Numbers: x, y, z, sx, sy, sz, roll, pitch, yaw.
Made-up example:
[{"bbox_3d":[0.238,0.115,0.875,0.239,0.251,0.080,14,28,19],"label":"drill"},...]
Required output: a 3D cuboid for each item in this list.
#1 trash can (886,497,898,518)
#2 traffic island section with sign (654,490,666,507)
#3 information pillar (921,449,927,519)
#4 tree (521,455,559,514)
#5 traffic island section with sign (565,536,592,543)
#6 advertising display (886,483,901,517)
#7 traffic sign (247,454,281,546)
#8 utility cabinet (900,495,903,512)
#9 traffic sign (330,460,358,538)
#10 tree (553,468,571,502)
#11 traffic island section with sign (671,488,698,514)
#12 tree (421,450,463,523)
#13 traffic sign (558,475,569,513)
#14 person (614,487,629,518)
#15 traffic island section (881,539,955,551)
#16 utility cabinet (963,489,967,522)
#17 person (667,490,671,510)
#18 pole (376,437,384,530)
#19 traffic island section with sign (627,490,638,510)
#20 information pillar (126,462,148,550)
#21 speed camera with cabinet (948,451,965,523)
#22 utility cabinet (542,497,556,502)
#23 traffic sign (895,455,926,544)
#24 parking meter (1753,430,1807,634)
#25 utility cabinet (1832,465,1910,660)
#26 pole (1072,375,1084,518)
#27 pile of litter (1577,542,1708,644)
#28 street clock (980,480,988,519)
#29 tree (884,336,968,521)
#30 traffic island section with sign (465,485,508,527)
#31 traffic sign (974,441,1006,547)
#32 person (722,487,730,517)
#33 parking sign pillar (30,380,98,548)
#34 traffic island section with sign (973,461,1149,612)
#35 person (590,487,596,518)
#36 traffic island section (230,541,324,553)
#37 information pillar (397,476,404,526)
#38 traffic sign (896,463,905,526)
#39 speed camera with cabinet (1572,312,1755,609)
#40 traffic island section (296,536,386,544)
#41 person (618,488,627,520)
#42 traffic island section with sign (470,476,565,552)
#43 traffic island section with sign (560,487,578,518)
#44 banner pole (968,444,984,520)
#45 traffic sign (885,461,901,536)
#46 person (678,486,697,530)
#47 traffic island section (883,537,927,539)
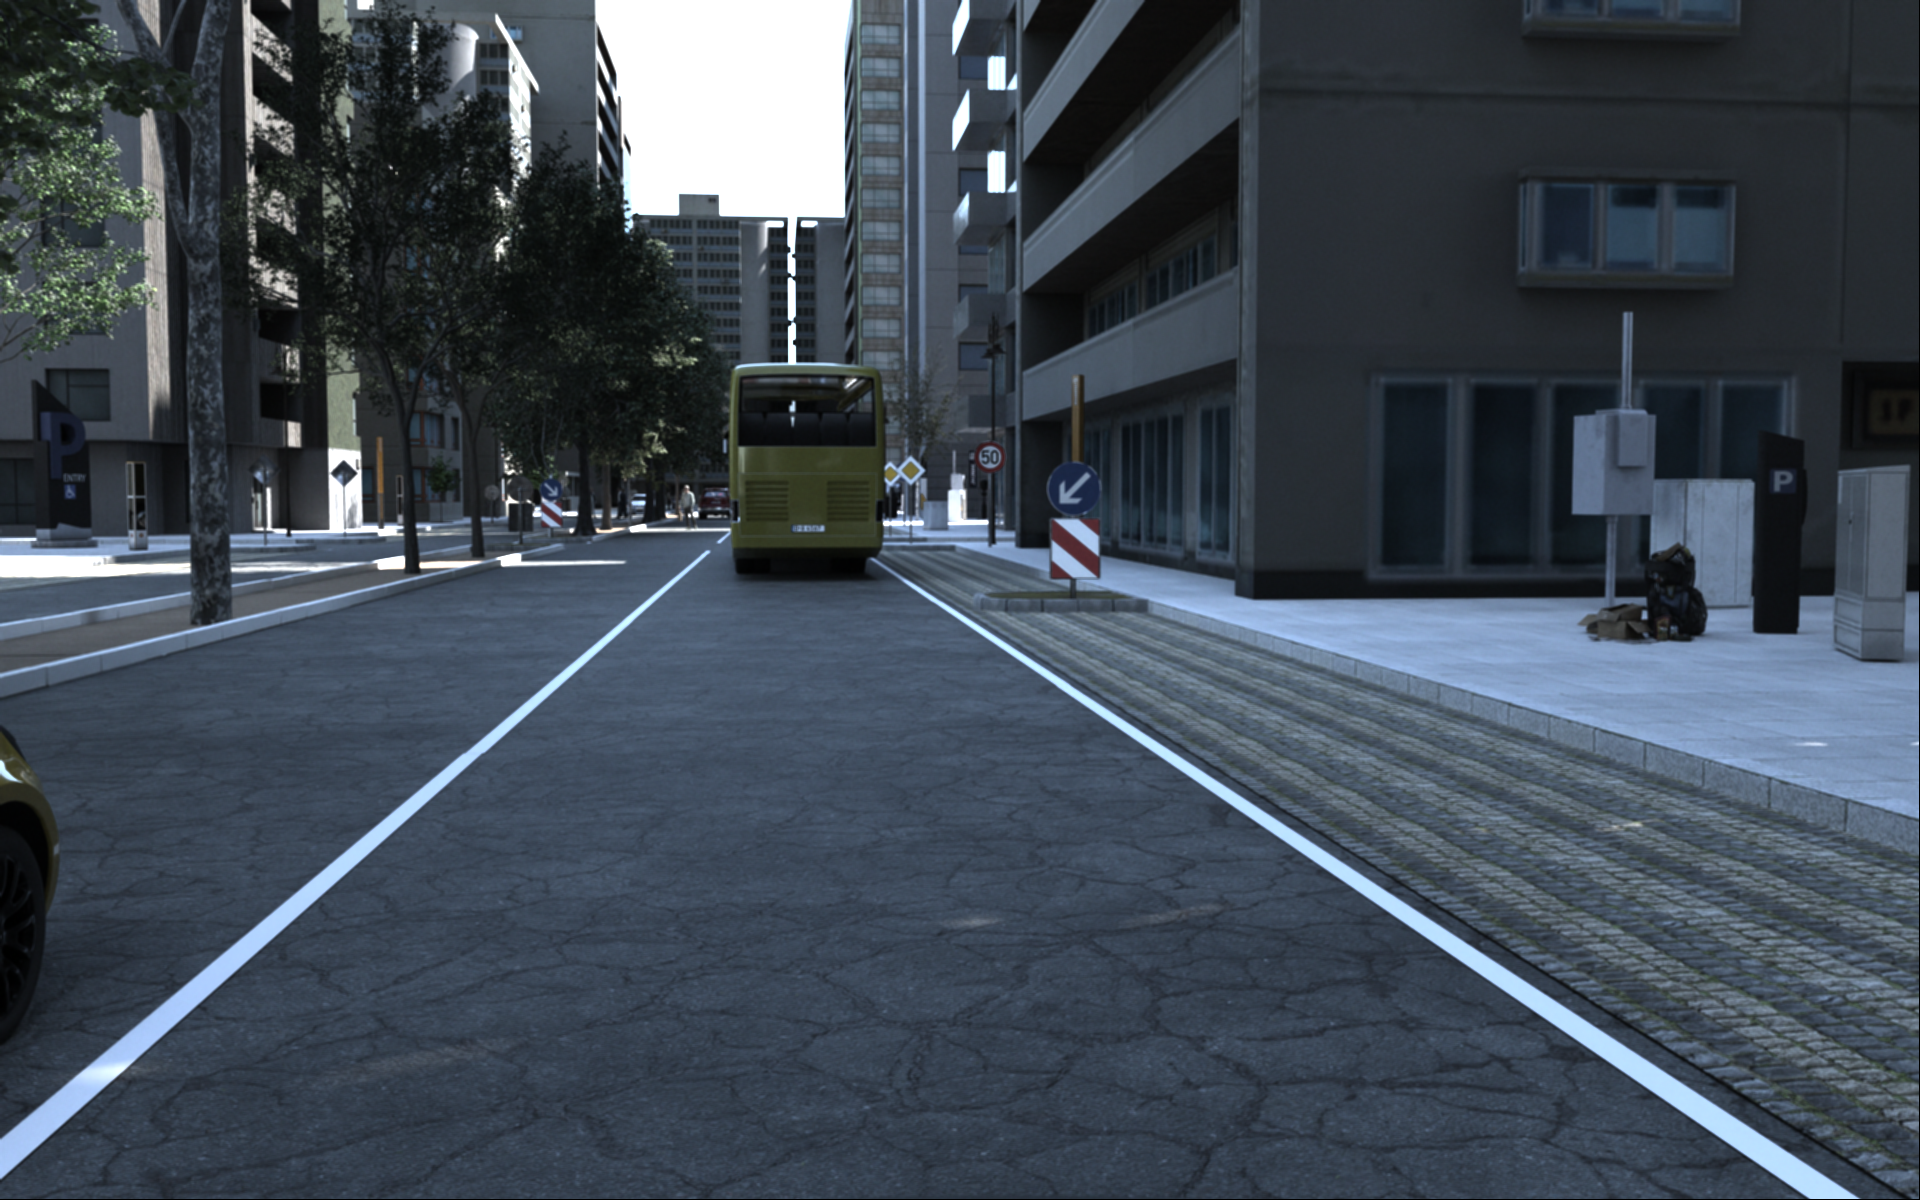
[{"bbox_3d":[-3.600,-4.883,91.485,0.748,1.137,0.748,0,3,0],"label":"trash can"},{"bbox_3d":[-31.441,-10.416,178.923,1.989,1.847,2.006,0,4,-6],"label":"traffic island section with sign"},{"bbox_3d":[-1.863,-5.996,89.387,0.183,3.616,0.504,2,4,30],"label":"information pillar"},{"bbox_3d":[-27.675,-7.867,112.342,4.285,4.588,4.351,0,3,0],"label":"tree"},{"bbox_3d":[-11.990,-2.634,51.203,2.006,1.907,1.989,0,4,-6],"label":"traffic island section with sign"},{"bbox_3d":[-3.765,-5.654,97.653,0.974,1.923,0.123,1,4,23],"label":"advertising display"},{"bbox_3d":[-17.225,-2.401,42.900,0.795,2.450,0.064,0,4,-6],"label":"traffic sign"},{"bbox_3d":[-3.792,-6.867,123.437,1.020,1.237,0.306,3,4,38],"label":"utility cabinet"},{"bbox_3d":[-18.073,-2.887,50.840,0.795,2.450,0.064,0,4,-6],"label":"traffic sign"},{"bbox_3d":[-28.407,-7.776,121.734,1.663,3.219,1.824,0,3,0],"label":"tree"},{"bbox_3d":[-19.979,-7.204,125.917,2.006,1.907,1.989,0,4,-6],"label":"traffic island section with sign"},{"bbox_3d":[-22.980,-5.022,76.703,1.663,3.219,1.824,0,3,0],"label":"tree"},{"bbox_3d":[-26.891,-7.171,117.351,0.768,2.556,0.104,0,4,2],"label":"traffic sign"},{"bbox_3d":[-20.001,-5.732,102.315,0.850,1.850,0.679,0,4,7],"label":"person"},{"bbox_3d":[-1.246,-1.369,44.656,2.009,0.180,2.903,0,4,-6],"label":"traffic island section"},{"bbox_3d":[-0.086,-4.364,80.036,0.318,1.500,1.173,-2,4,-25],"label":"utility cabinet"},{"bbox_3d":[-25.663,-8.833,152.929,0.705,1.823,1.348,-1,4,-11],"label":"person"},{"bbox_3d":[-20.797,-4.177,62.131,0.158,3.312,0.155,0,3,0],"label":"pole"},{"bbox_3d":[-28.578,-8.776,152.120,1.989,1.847,2.006,0,4,-6],"label":"traffic island section with sign"},{"bbox_3d":[-18.794,-2.145,39.559,0.304,2.012,0.304,3,4,37],"label":"information pillar"},{"bbox_3d":[-0.148,-5.126,78.147,0.660,3.252,2.038,0,4,6],"label":"speed camera with cabinet"},{"bbox_3d":[-27.825,-6.486,117.200,1.020,1.237,0.306,2,4,27],"label":"utility cabinet"},{"bbox_3d":[-1.269,-2.504,44.577,0.795,2.450,0.064,0,4,-6],"label":"traffic sign"},{"bbox_3d":[7.556,-0.626,15.950,0.399,1.863,0.255,1,4,16],"label":"parking meter"},{"bbox_3d":[7.188,-0.308,13.712,0.318,1.500,1.173,1,4,17],"label":"utility cabinet"},{"bbox_3d":[2.022,-2.197,29.760,0.158,3.312,0.155,0,3,0],"label":"pole"},{"bbox_3d":[6.120,-0.100,15.593,1.719,0.858,1.176,-3,5,-41],"label":"pile of litter"},{"bbox_3d":[1.237,-5.129,88.433,0.471,2.002,0.358,-2,4,-24],"label":"street clock"},{"bbox_3d":[-1.824,-8.029,81.640,4.360,8.622,3.978,0,3,0],"label":"tree"},{"bbox_3d":[-20.386,-4.084,75.398,1.989,1.847,2.006,0,4,-6],"label":"traffic island section with sign"},{"bbox_3d":[0.727,-2.554,41.863,0.768,2.556,0.104,0,4,3],"label":"traffic sign"},{"bbox_3d":[-14.504,-6.106,107.701,0.648,1.900,0.474,0,4,-1],"label":"person"},{"bbox_3d":[-21.516,-3.244,41.504,1.447,3.967,1.447,1,4,16],"label":"parking sign pillar"},{"bbox_3d":[1.201,-0.804,21.780,1.989,1.847,2.006,0,4,-6],"label":"traffic island section with sign"},{"bbox_3d":[-21.788,-5.732,102.093,0.818,1.842,0.514,0,4,2],"label":"person"},{"bbox_3d":[-17.247,-1.265,42.959,2.009,0.180,2.903,0,4,-6],"label":"traffic island section"},{"bbox_3d":[-22.285,-3.960,69.232,0.304,2.012,0.304,2,4,26],"label":"information pillar"},{"bbox_3d":[-2.239,-4.256,69.690,0.768,2.556,0.104,0,4,1],"label":"traffic sign"},{"bbox_3d":[7.855,-1.528,19.319,2.038,3.252,0.660,-1,4,-18],"label":"speed camera with cabinet"},{"bbox_3d":[-18.095,-1.750,50.899,2.009,0.180,2.903,0,4,-6],"label":"traffic island section"},{"bbox_3d":[-18.838,-5.375,96.799,0.576,1.772,0.534,1,4,17],"label":"person"},{"bbox_3d":[-11.213,-2.183,43.836,2.006,1.907,1.989,0,4,-6],"label":"traffic island section with sign"},{"bbox_3d":[-23.257,-5.723,102.201,1.989,1.847,2.006,0,4,-6],"label":"traffic island section with sign"},{"bbox_3d":[0.789,-5.943,87.180,0.863,3.779,0.401,2,4,32],"label":"banner pole"},{"bbox_3d":[-2.117,-2.989,52.517,0.795,2.450,0.064,0,4,-6],"label":"traffic sign"},{"bbox_3d":[-11.050,-3.728,69.946,0.782,1.767,0.515,1,4,19],"label":"person"},{"bbox_3d":[-2.094,-1.854,52.597,2.009,0.180,2.903,0,4,-6],"label":"traffic island section"}]
